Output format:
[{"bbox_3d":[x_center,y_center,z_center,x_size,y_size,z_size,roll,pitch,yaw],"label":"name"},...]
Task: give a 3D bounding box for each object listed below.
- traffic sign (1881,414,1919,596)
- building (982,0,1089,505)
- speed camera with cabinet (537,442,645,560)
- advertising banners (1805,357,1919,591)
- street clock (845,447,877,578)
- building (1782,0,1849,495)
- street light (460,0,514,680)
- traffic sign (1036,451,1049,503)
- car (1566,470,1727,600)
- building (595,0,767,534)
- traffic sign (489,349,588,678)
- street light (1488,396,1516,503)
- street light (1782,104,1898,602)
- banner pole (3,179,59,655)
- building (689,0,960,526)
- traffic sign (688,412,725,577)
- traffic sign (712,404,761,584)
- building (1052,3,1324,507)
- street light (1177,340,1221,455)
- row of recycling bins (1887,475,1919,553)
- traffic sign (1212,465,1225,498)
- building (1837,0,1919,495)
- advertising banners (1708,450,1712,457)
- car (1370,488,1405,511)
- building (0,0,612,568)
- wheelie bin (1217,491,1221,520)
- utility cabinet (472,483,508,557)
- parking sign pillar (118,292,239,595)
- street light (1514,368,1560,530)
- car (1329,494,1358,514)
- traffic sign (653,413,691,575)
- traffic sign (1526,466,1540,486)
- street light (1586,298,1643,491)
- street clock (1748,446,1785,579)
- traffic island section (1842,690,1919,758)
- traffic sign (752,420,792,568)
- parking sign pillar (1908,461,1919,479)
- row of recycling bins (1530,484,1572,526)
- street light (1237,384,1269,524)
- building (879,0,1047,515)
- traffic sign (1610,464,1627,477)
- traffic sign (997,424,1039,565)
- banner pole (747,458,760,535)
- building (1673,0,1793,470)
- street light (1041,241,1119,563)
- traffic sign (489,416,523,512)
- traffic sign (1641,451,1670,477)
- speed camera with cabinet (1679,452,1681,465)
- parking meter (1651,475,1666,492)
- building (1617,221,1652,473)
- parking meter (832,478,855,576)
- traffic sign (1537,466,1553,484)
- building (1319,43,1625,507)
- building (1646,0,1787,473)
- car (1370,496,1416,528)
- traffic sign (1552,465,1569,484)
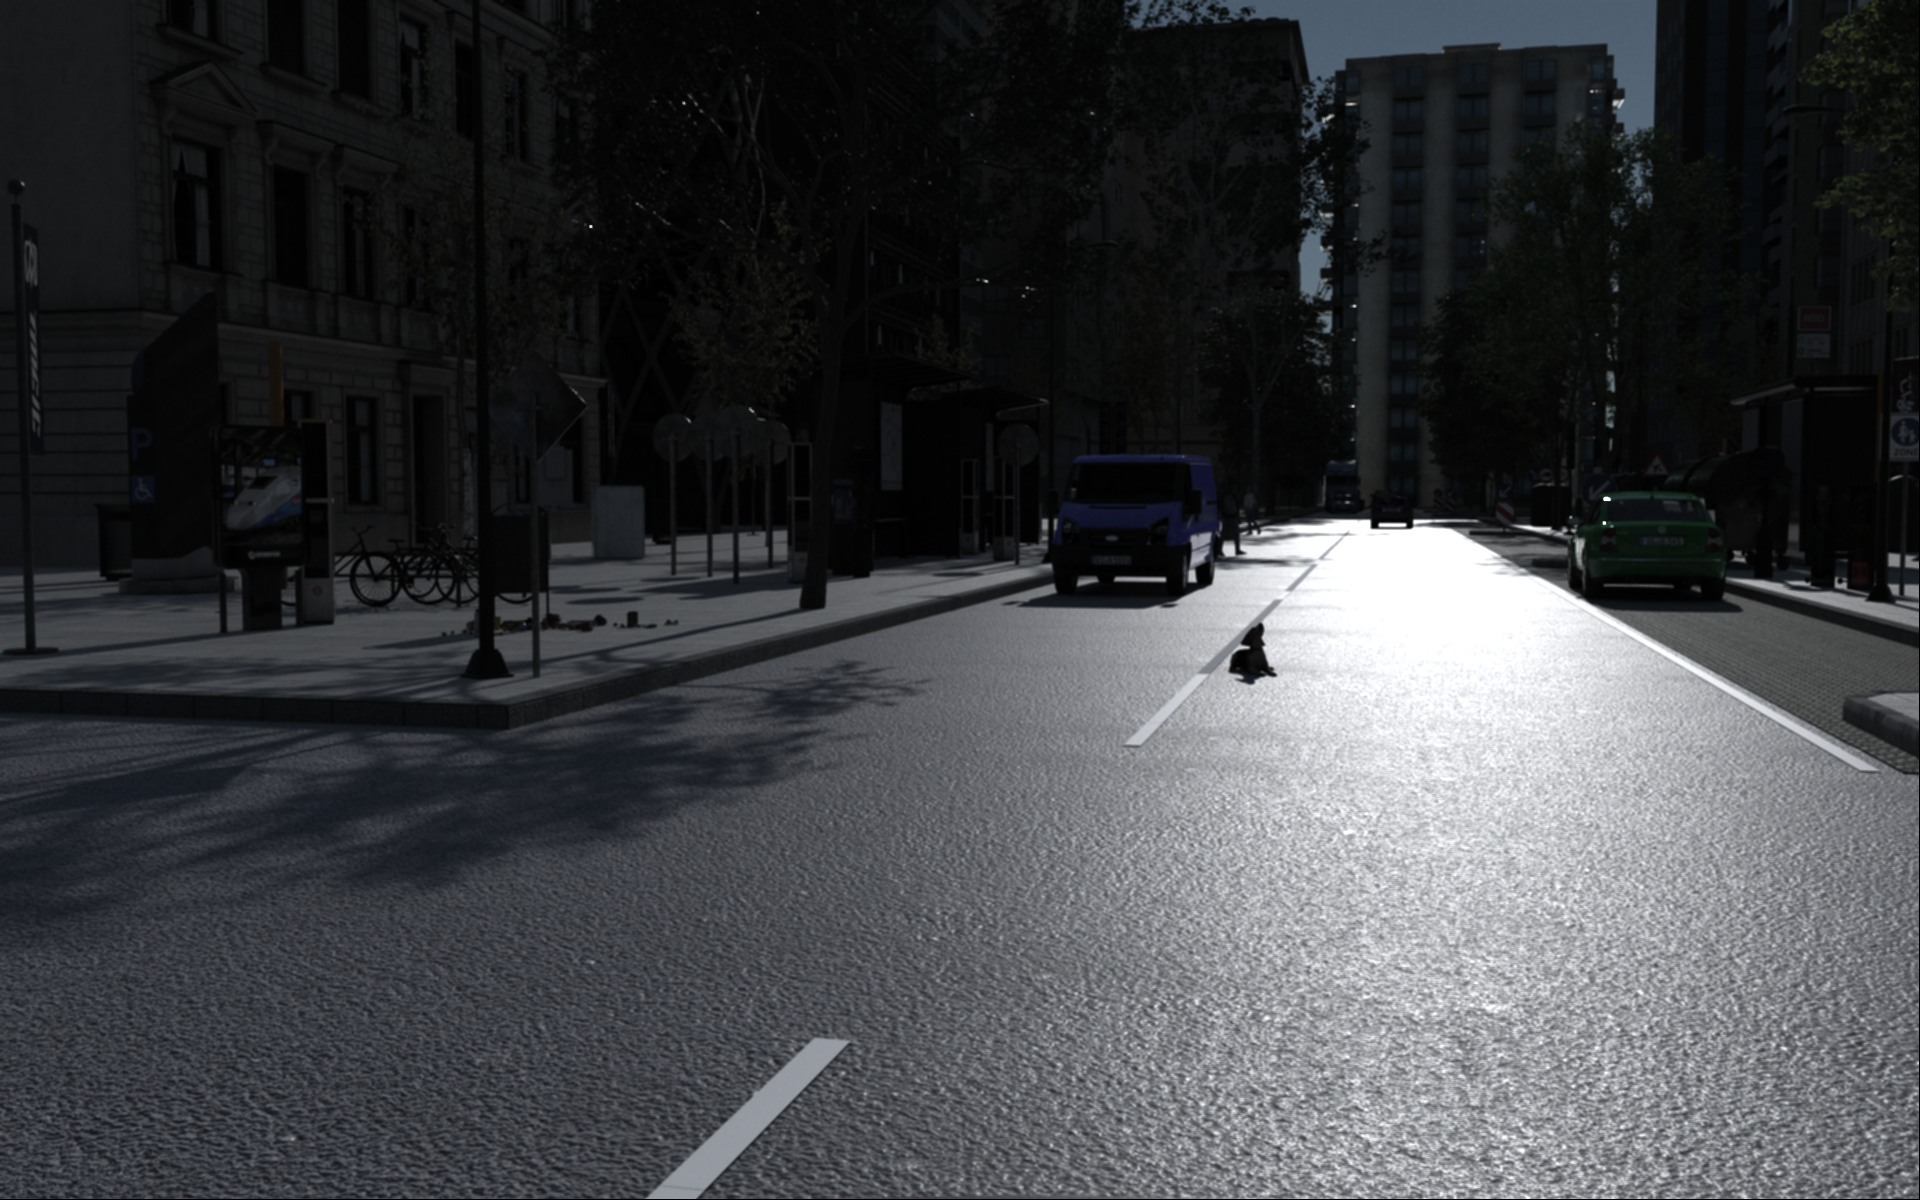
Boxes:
[{"bbox_3d":[11.884,-1.203,21.792,0.606,2.300,0.079,1,4,22],"label":"traffic sign"},{"bbox_3d":[-1.864,-33.540,137.610,27.495,52.752,28.713,1,4,14],"label":"building"},{"bbox_3d":[-7.262,-2.426,34.002,2.038,3.252,0.660,-1,4,-17],"label":"speed camera with cabinet"},{"bbox_3d":[12.057,-1.648,23.135,0.090,3.025,2.074,-1,4,-11],"label":"advertising banners"},{"bbox_3d":[-1.520,-1.350,26.642,0.358,2.002,0.471,3,5,41],"label":"street clock"},{"bbox_3d":[48.822,-24.600,85.810,14.154,41.232,14.086,1,4,14],"label":"building"},{"bbox_3d":[-2.794,-2.403,11.837,1.470,5.913,1.316,1,4,14],"label":"street light"},{"bbox_3d":[2.335,-3.156,51.703,0.768,2.556,0.104,1,4,14],"label":"traffic sign"},{"bbox_3d":[9.760,-0.979,24.797,1.959,1.807,4.718,1,4,15],"label":"car"},{"bbox_3d":[-15.309,-11.627,57.554,16.820,18.784,16.811,1,4,14],"label":"building"},{"bbox_3d":[-2.961,-0.515,12.062,0.795,2.450,0.064,1,4,14],"label":"traffic sign"},{"bbox_3d":[25.615,-6.682,81.791,1.470,5.913,1.316,1,4,14],"label":"street light"},{"bbox_3d":[10.509,-2.946,20.714,1.470,5.913,1.316,1,4,14],"label":"street light"},{"bbox_3d":[-7.561,-1.473,14.098,0.401,3.779,0.863,-1,4,-14],"label":"banner pole"},{"bbox_3d":[-7.854,-15.195,78.111,12.332,23.373,15.834,1,4,14],"label":"building"},{"bbox_3d":[-3.873,-1.630,26.763,0.768,2.556,0.104,1,4,18],"label":"traffic sign"},{"bbox_3d":[-3.195,-1.501,24.641,0.768,2.556,0.104,1,4,20],"label":"traffic sign"},{"bbox_3d":[26.942,-37.103,195.869,27.495,52.752,28.713,1,4,14],"label":"building"},{"bbox_3d":[7.147,-4.883,52.386,1.470,5.913,1.316,1,4,14],"label":"street light"},{"bbox_3d":[22.192,-1.911,38.352,3.534,1.692,1.069,0,3,0],"label":"row of recycling bins"},{"bbox_3d":[11.107,-4.586,75.083,0.768,2.556,0.104,1,4,16],"label":"traffic sign"},{"bbox_3d":[43.366,-15.251,67.376,12.078,24.808,19.932,1,4,14],"label":"building"},{"bbox_3d":[29.935,-4.495,69.680,0.090,3.025,2.074,1,4,9],"label":"advertising banners"},{"bbox_3d":[28.658,-6.577,116.212,2.281,1.827,5.304,1,4,14],"label":"car"},{"bbox_3d":[-16.417,-10.681,39.264,10.561,19.102,19.286,1,4,14],"label":"building"},{"bbox_3d":[11.352,-4.299,78.198,0.693,1.594,0.980,-2,4,-27],"label":"wheelie bin"},{"bbox_3d":[-9.439,-1.593,34.723,0.318,1.500,1.173,-3,5,-39],"label":"utility cabinet"},{"bbox_3d":[-10.239,-2.087,22.601,1.447,3.967,1.447,1,4,13],"label":"parking sign pillar"},{"bbox_3d":[20.635,-5.442,61.511,1.470,5.913,1.316,1,4,14],"label":"street light"},{"bbox_3d":[27.699,-6.912,125.008,2.014,1.417,4.499,1,4,14],"label":"car"},{"bbox_3d":[-4.525,-1.663,27.300,0.768,2.556,0.104,1,4,22],"label":"traffic sign"},{"bbox_3d":[26.467,-4.873,79.775,0.768,2.556,0.104,1,4,15],"label":"traffic sign"},{"bbox_3d":[15.497,-4.186,40.978,1.470,5.913,1.316,1,4,14],"label":"street light"},{"bbox_3d":[12.255,-1.333,26.357,0.358,2.002,0.471,-2,4,-28],"label":"street clock"},{"bbox_3d":[6.327,0.761,9.840,2.009,0.180,2.903,1,4,14],"label":"traffic island section"},{"bbox_3d":[-3.273,-1.819,29.850,0.768,2.556,0.104,1,4,16],"label":"traffic sign"},{"bbox_3d":[30.901,-4.195,57.059,1.447,3.967,1.447,1,4,22],"label":"parking sign pillar"},{"bbox_3d":[24.392,-3.924,71.277,1.069,1.692,3.534,2,4,35],"label":"row of recycling bins"},{"bbox_3d":[12.337,-6.164,73.318,1.470,5.913,1.316,1,4,14],"label":"street light"},{"bbox_3d":[-11.914,-25.177,103.531,32.217,40.220,23.993,1,4,14],"label":"building"},{"bbox_3d":[28.157,-4.531,74.193,0.768,2.556,0.104,1,4,20],"label":"traffic sign"},{"bbox_3d":[1.040,-1.914,31.406,0.768,2.556,0.104,1,4,15],"label":"traffic sign"},{"bbox_3d":[-6.430,-3.916,54.041,0.401,3.779,0.863,0,4,2],"label":"banner pole"},{"bbox_3d":[58.781,-48.481,105.334,22.319,86.520,31.000,1,4,14],"label":"building"},{"bbox_3d":[2.225,-3.643,32.106,1.470,5.913,1.316,1,4,14],"label":"street light"},{"bbox_3d":[-5.821,-1.373,22.547,0.768,2.556,0.104,1,4,19],"label":"traffic sign"},{"bbox_3d":[21.244,-3.232,52.854,0.884,2.594,0.081,1,4,22],"label":"traffic sign"},{"bbox_3d":[32.894,-5.268,80.462,2.038,3.252,0.660,-1,4,-10],"label":"speed camera with cabinet"},{"bbox_3d":[20.973,-2.834,52.053,0.255,1.863,0.399,-1,4,-23],"label":"parking meter"},{"bbox_3d":[75.294,-24.794,177.076,14.107,30.474,14.160,1,4,14],"label":"building"},{"bbox_3d":[-1.840,-1.161,27.388,0.372,1.533,0.369,0,3,0],"label":"parking meter"},{"bbox_3d":[26.876,-4.854,79.472,0.768,2.556,0.104,1,4,20],"label":"traffic sign"},{"bbox_3d":[54.713,-34.732,187.477,30.456,49.044,23.786,1,4,14],"label":"building"},{"bbox_3d":[60.175,-29.328,129.632,14.600,45.320,14.200,1,4,14],"label":"building"},{"bbox_3d":[18.473,-3.755,73.968,1.945,1.354,3.894,1,4,15],"label":"car"},{"bbox_3d":[26.630,-4.688,76.760,0.768,2.556,0.104,2,4,23],"label":"traffic sign"}]
